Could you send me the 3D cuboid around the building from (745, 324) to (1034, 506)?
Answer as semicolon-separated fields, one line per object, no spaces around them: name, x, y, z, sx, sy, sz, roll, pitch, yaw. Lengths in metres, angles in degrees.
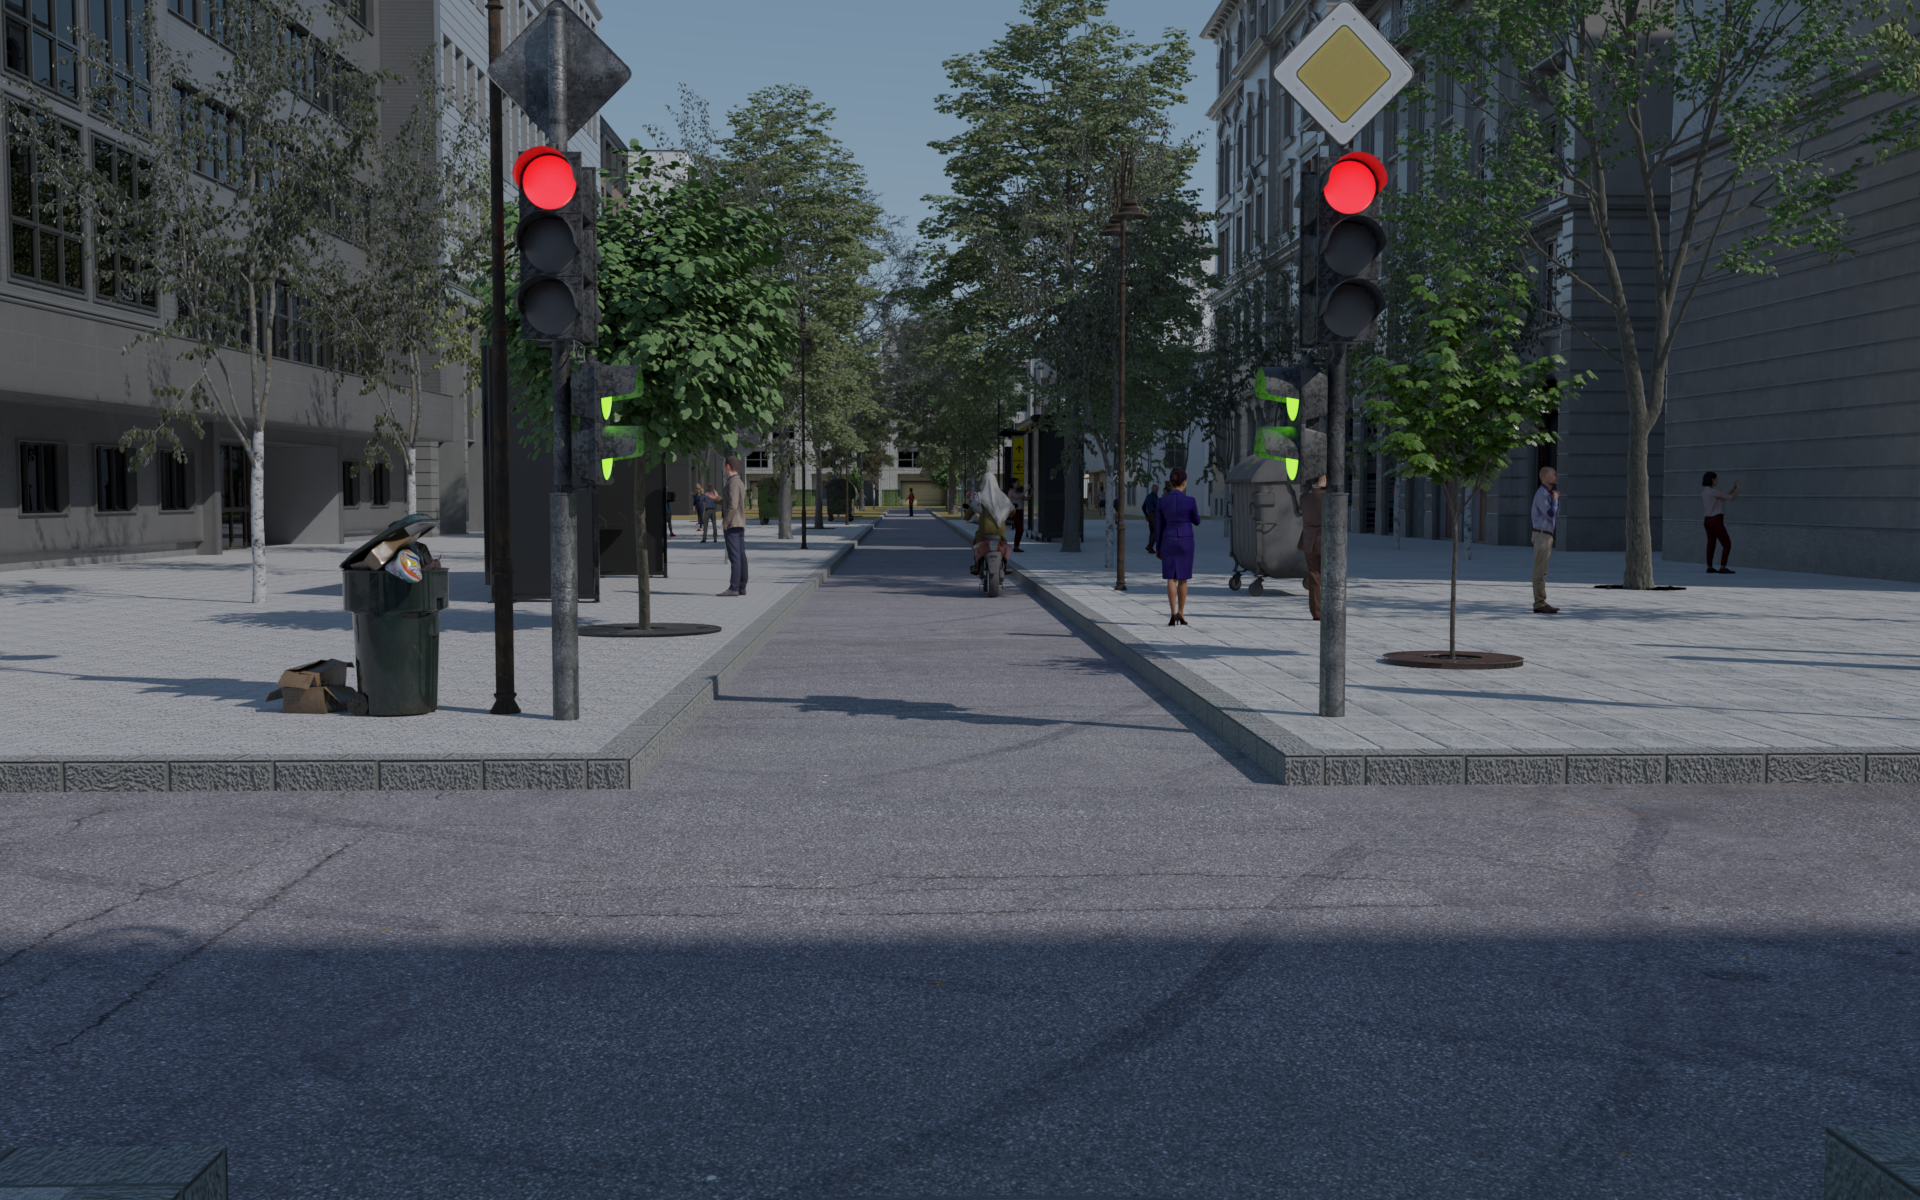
building;-8.384;-19.639;187.551;31.486;18.905;16.747;0;4;-2

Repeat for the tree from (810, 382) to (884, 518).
tree;-6.397;-8.727;93.052;4.737;8.622;4.395;0;3;0

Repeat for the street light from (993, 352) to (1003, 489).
street light;1.193;-4.932;53.432;0.468;5.910;1.993;0;4;-2

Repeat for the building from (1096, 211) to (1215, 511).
building;18.413;-16.237;121.898;16.016;20.091;11.380;0;4;-2

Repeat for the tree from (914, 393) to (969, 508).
tree;-1.308;-14.420;161.525;9.928;11.665;9.643;0;3;0

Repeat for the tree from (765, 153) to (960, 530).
tree;-5.141;-9.319;62.739;12.009;13.543;11.850;0;3;0

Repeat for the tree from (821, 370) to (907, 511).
tree;-7.559;-12.817;131.610;6.751;12.117;7.091;0;3;0

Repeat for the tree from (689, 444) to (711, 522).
tree;-11.847;-9.422;79.799;9.928;11.665;9.643;0;3;0

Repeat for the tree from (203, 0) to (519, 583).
tree;-9.059;-4.726;27.640;4.360;8.622;3.978;0;3;0

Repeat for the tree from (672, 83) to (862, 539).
tree;-5.292;-7.981;48.614;7.486;12.596;7.792;0;3;0

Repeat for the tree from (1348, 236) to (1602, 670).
tree;3.701;-1.137;13.186;1.663;3.219;1.824;0;3;0

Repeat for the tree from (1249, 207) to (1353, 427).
tree;8.720;-5.817;45.463;4.360;8.622;3.978;0;3;0

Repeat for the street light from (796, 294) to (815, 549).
street light;-3.639;-4.126;40.246;0.468;5.910;1.993;0;4;-2

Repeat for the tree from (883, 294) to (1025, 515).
tree;-0.409;-12.297;107.715;9.857;13.997;8.962;0;3;0

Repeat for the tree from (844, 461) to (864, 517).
tree;-5.974;-6.367;98.702;1.663;3.219;1.824;0;3;0

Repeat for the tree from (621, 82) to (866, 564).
tree;-4.266;-4.943;31.177;4.360;8.622;3.978;0;3;0

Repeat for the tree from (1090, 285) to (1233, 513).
tree;7.679;-6.763;60.945;4.737;8.622;4.395;0;3;0

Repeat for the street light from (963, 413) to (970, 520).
street light;0.255;-6.828;84.425;0.468;5.910;1.993;0;4;-2

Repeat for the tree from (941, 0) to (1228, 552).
tree;2.289;-7.362;38.502;7.486;12.596;7.792;0;3;0

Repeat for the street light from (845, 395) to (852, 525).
street light;-4.677;-6.039;71.521;0.468;5.910;1.993;0;4;-2

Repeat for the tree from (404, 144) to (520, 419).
tree;-9.508;-5.274;36.597;4.737;8.622;4.395;0;3;0

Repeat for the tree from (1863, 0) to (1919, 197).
tree;10.588;-4.040;16.411;4.737;8.622;4.395;0;3;0

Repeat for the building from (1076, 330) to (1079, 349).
building;17.959;-17.663;145.207;16.016;20.091;11.380;0;4;-2

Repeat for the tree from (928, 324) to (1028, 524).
tree;0.809;-7.522;73.351;4.737;8.622;4.395;0;3;0

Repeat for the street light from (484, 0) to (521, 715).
street light;-2.666;-2.275;9.980;0.468;5.910;1.993;0;4;-2

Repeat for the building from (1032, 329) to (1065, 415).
building;13.676;-20.291;188.176;11.380;20.091;16.016;0;4;-2

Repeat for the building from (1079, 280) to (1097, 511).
building;17.918;-16.951;133.565;16.016;20.091;11.380;0;4;-2

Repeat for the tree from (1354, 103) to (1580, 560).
tree;9.902;-5.090;33.590;4.360;8.622;3.978;0;3;0

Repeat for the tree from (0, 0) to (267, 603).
tree;-8.477;-4.272;20.211;4.360;8.622;3.978;0;3;0

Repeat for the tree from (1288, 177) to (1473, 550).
tree;9.952;-5.468;39.757;4.737;8.622;4.395;0;3;0

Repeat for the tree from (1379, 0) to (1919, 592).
tree;9.205;-5.954;23.109;9.928;11.665;9.643;0;3;0

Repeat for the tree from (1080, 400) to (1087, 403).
tree;5.936;-7.113;66.661;4.737;8.622;4.395;0;3;0

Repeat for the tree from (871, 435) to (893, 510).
tree;-7.230;-11.674;141.230;4.360;8.622;3.978;0;3;0

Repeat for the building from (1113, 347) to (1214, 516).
building;15.077;-9.797;102.330;9.099;9.664;28.070;0;4;-2

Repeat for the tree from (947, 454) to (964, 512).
tree;-0.908;-8.591;124.169;4.285;4.588;4.351;0;3;0

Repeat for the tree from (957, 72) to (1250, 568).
tree;2.372;-4.871;29.995;4.360;8.622;3.978;0;3;0

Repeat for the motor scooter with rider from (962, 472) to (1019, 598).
motor scooter with rider;0.468;-0.952;24.537;0.876;1.779;1.986;0;4;-2

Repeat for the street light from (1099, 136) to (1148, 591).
street light;2.141;-3.065;22.908;0.468;5.910;1.993;0;4;-2

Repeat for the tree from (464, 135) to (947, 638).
tree;-2.927;-1.981;16.110;4.285;4.588;4.351;0;3;0
